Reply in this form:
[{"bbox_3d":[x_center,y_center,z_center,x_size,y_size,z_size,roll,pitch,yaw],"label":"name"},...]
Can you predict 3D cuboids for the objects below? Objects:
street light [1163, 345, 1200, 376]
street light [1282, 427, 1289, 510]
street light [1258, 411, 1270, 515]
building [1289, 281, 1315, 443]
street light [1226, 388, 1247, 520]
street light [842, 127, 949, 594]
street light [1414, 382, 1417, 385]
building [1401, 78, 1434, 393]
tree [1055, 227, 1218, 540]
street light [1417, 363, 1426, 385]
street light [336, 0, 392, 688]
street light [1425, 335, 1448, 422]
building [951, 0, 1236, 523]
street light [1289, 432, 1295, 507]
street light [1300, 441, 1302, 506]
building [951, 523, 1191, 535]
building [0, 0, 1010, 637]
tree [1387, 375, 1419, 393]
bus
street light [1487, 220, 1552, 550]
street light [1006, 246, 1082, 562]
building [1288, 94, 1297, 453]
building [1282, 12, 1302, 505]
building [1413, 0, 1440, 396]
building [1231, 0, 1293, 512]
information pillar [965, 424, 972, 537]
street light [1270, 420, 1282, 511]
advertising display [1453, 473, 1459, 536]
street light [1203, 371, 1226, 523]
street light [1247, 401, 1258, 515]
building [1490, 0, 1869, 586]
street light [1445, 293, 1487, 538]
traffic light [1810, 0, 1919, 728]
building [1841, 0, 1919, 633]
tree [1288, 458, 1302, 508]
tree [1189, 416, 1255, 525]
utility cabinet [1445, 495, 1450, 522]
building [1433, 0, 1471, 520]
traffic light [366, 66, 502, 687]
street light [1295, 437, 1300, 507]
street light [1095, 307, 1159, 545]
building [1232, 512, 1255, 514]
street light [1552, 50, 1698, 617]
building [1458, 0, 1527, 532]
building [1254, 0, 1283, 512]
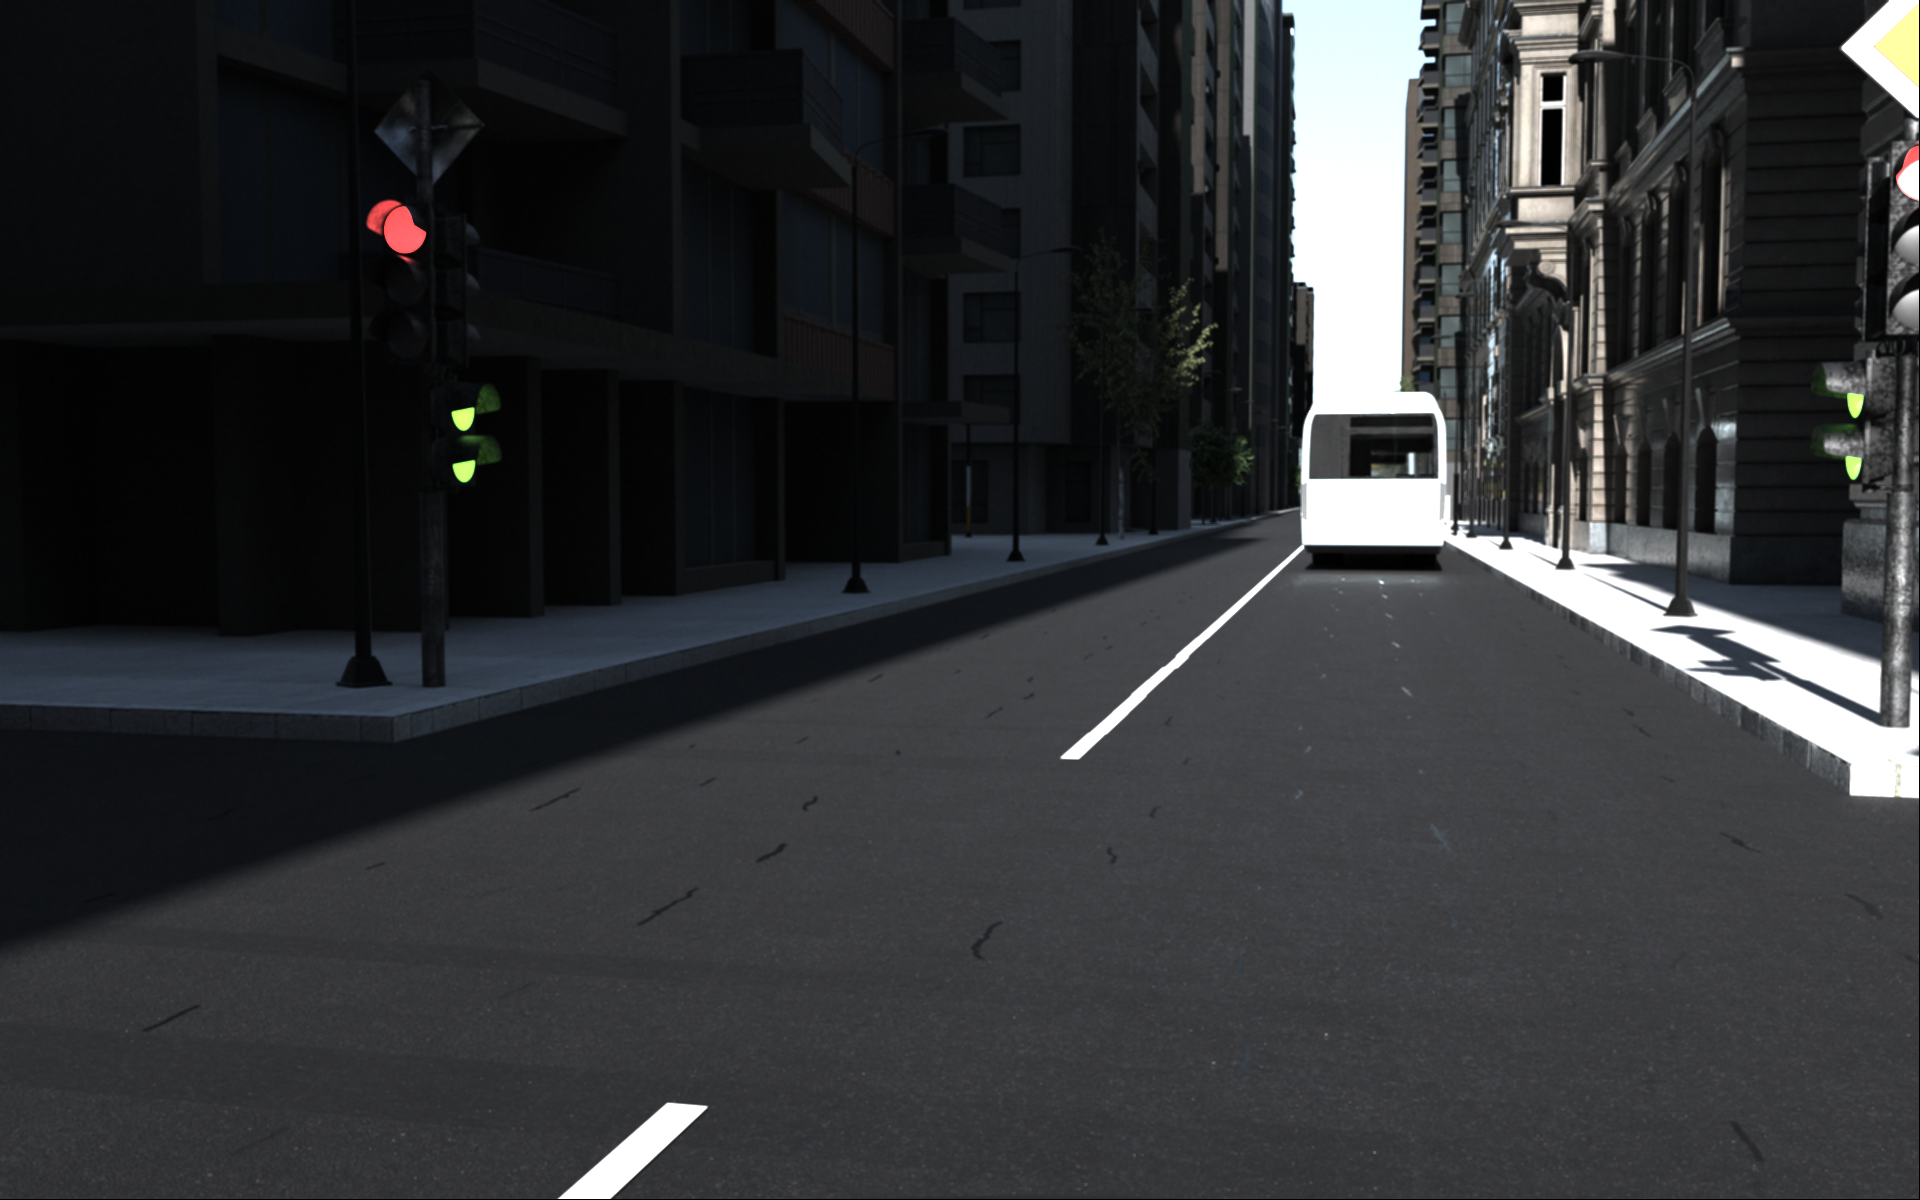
[{"bbox_3d":[6.621,-4.999,54.269,1.470,5.913,1.316,1,4,13],"label":"street light"},{"bbox_3d":[21.769,-9.003,119.735,1.470,5.913,1.316,1,4,13],"label":"street light"},{"bbox_3d":[16.488,-7.642,97.487,1.470,5.913,1.316,1,4,13],"label":"street light"},{"bbox_3d":[40.315,-28.240,233.426,14.160,30.474,14.107,1,4,13],"label":"building"},{"bbox_3d":[11.713,-6.345,76.277,1.470,5.913,1.316,1,4,13],"label":"street light"},{"bbox_3d":[-0.825,-3.038,22.210,1.470,5.913,1.316,1,4,13],"label":"street light"},{"bbox_3d":[19.487,-6.067,71.739,1.470,5.913,1.316,1,4,13],"label":"street light"},{"bbox_3d":[53.748,-32.533,182.018,14.600,45.320,14.200,1,4,13],"label":"building"},{"bbox_3d":[4.775,-5.998,48.434,4.737,8.622,4.395,0,3,0],"label":"tree"},{"bbox_3d":[16.992,-5.424,61.229,1.470,5.913,1.316,1,4,13],"label":"street light"},{"bbox_3d":[-3.473,-2.372,11.316,1.470,5.913,1.316,1,4,13],"label":"street light"},{"bbox_3d":[14.441,-4.776,50.629,1.470,5.913,1.316,1,4,13],"label":"street light"},{"bbox_3d":[7.217,-19.679,93.446,14.160,30.474,14.107,1,4,13],"label":"building"},{"bbox_3d":[24.200,-9.646,130.260,1.470,5.913,1.316,1,4,13],"label":"street light"},{"bbox_3d":[29.229,-10.962,151.772,1.470,5.913,1.316,1,4,13],"label":"street light"},{"bbox_3d":[0.394,-17.621,59.809,14.160,30.474,14.107,1,4,13],"label":"building"},{"bbox_3d":[-11.427,-22.899,29.032,22.147,44.769,28.867,1,4,13],"label":"building"},{"bbox_3d":[42.500,-15.122,165.367,7.486,12.596,7.792,0,3,0],"label":"tree"},{"bbox_3d":[9.123,-2.635,37.938,2.948,3.499,13.247,1,4,14],"label":"bus"},{"bbox_3d":[9.773,-3.478,29.414,1.470,5.913,1.316,1,4,13],"label":"street light"},{"bbox_3d":[1.591,-3.682,32.739,1.470,5.913,1.316,1,4,13],"label":"street light"},{"bbox_3d":[23.729,-32.274,182.303,22.147,44.769,28.867,1,4,13],"label":"building"},{"bbox_3d":[30.864,-54.921,210.634,22.319,86.520,31.000,1,4,13],"label":"building"},{"bbox_3d":[48.231,-29.656,139.498,22.147,44.769,28.867,1,4,13],"label":"building"},{"bbox_3d":[21.038,-28.475,149.159,14.154,41.232,14.086,1,4,13],"label":"building"},{"bbox_3d":[0.262,-3.674,51.424,0.183,3.616,0.504,0,4,6],"label":"information pillar"},{"bbox_3d":[19.170,-8.307,108.353,1.470,5.913,1.316,1,4,13],"label":"street light"},{"bbox_3d":[15.397,-2.969,53.750,0.123,1.923,0.974,1,4,18],"label":"advertising display"},{"bbox_3d":[9.154,-5.696,65.666,1.470,5.913,1.316,1,4,13],"label":"street light"},{"bbox_3d":[13.923,-6.958,86.296,1.470,5.913,1.316,1,4,13],"label":"street light"},{"bbox_3d":[19.720,-13.454,39.061,14.460,24.649,34.723,1,4,13],"label":"building"},{"bbox_3d":[12.091,-4.124,39.965,1.470,5.913,1.316,1,4,13],"label":"street light"},{"bbox_3d":[5.144,-1.256,9.455,0.839,4.253,0.868,1,4,13],"label":"traffic light"},{"bbox_3d":[17.387,-11.149,11.164,19.941,23.489,11.050,1,4,13],"label":"building"},{"bbox_3d":[30.389,-10.771,159.821,4.285,4.588,4.351,0,3,0],"label":"tree"},{"bbox_3d":[10.113,-5.428,72.454,4.285,4.588,4.351,0,3,0],"label":"tree"},{"bbox_3d":[22.218,-4.160,79.178,0.306,1.237,1.020,1,4,12],"label":"utility cabinet"},{"bbox_3d":[31.916,-19.463,89.923,14.160,30.474,14.107,1,4,13],"label":"building"},{"bbox_3d":[-3.494,-1.377,11.431,0.839,4.253,0.868,1,4,13],"label":"traffic light"},{"bbox_3d":[26.721,-10.320,141.265,1.470,5.913,1.316,1,4,13],"label":"street light"},{"bbox_3d":[4.099,-4.324,43.246,1.470,5.913,1.316,1,4,13],"label":"street light"},{"bbox_3d":[11.100,-25.965,108.119,14.154,41.232,14.086,1,4,13],"label":"building"},{"bbox_3d":[7.065,-2.792,18.194,1.470,5.913,1.316,1,4,13],"label":"street light"},{"bbox_3d":[26.533,-16.562,68.054,12.463,27.353,25.104,1,4,13],"label":"building"},{"bbox_3d":[12.614,-35.897,128.908,21.231,58.520,28.212,1,4,13],"label":"building"}]
